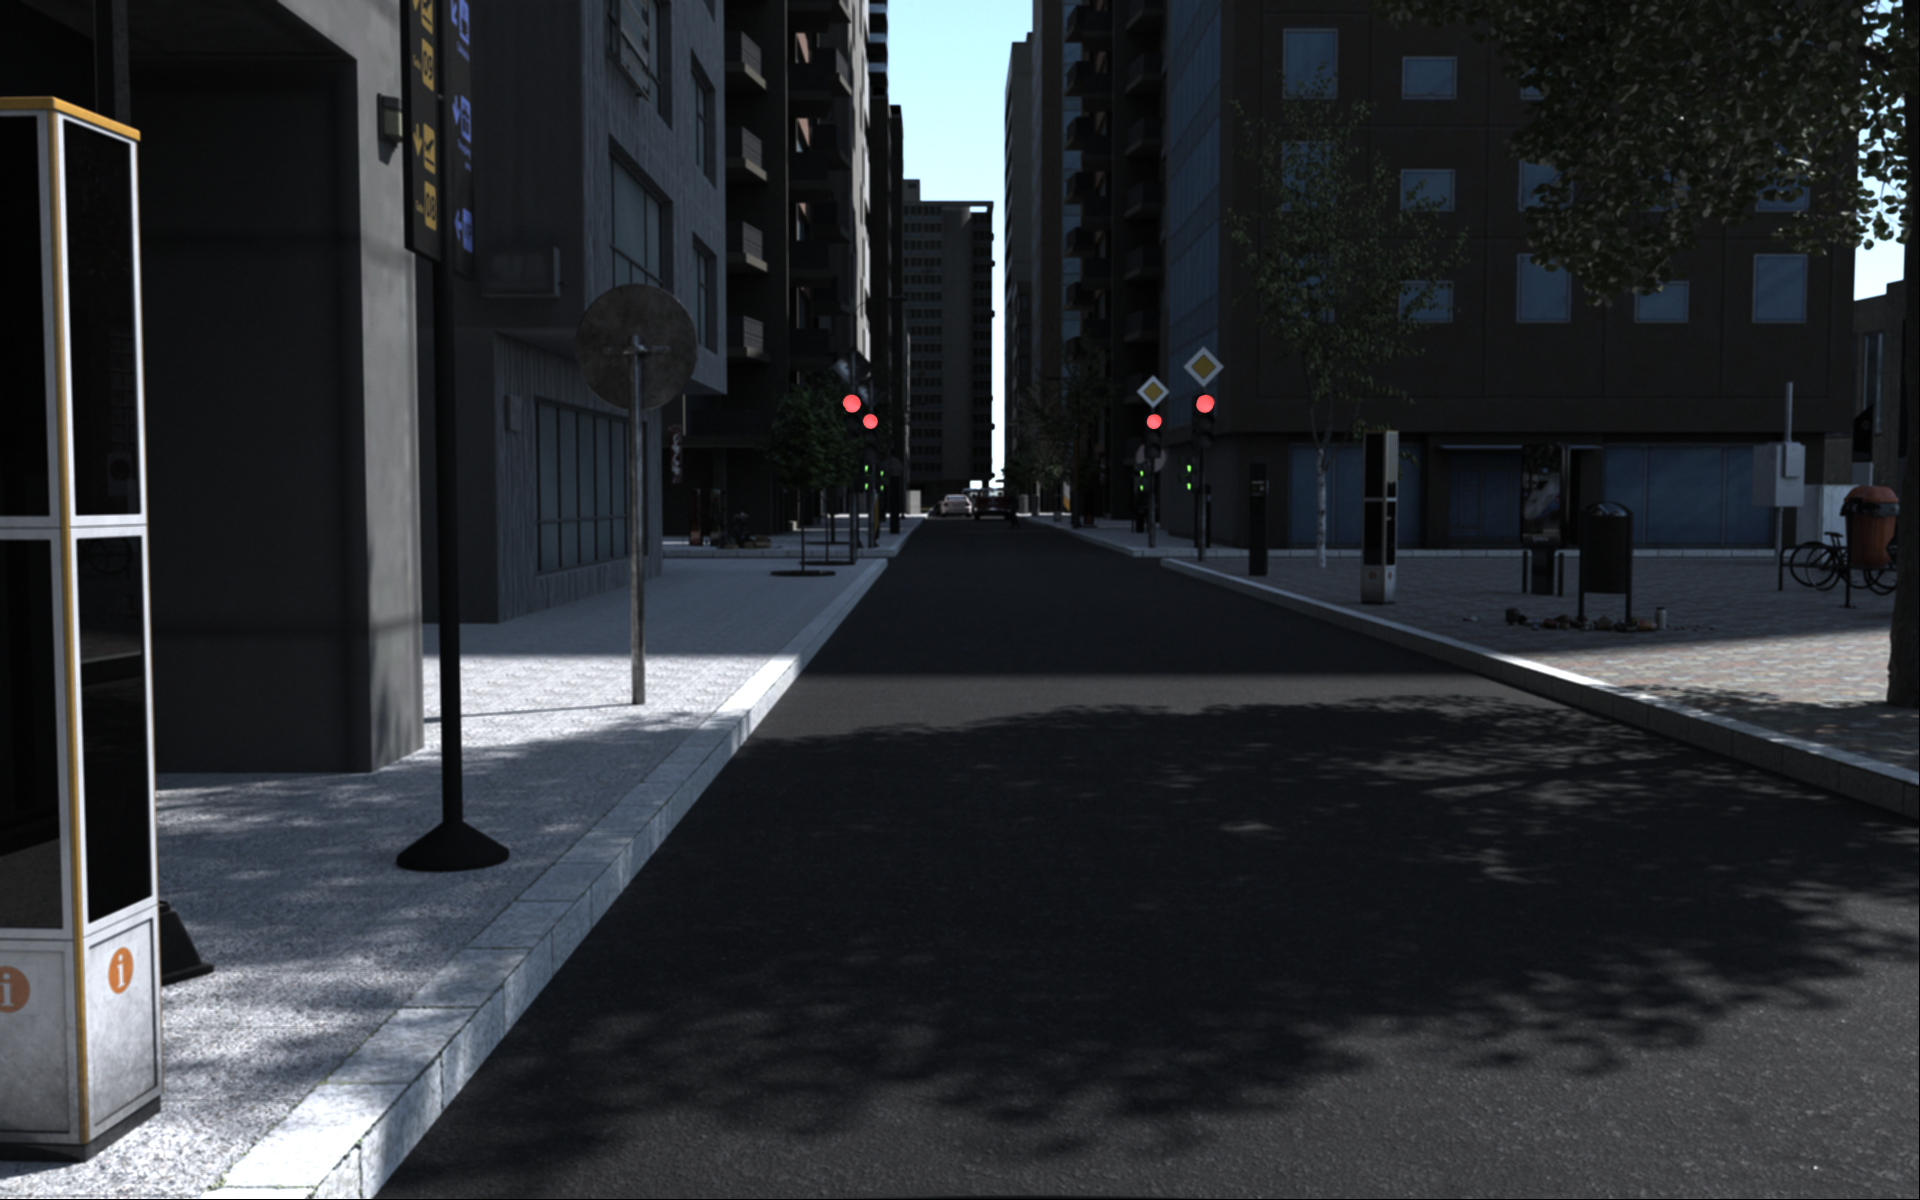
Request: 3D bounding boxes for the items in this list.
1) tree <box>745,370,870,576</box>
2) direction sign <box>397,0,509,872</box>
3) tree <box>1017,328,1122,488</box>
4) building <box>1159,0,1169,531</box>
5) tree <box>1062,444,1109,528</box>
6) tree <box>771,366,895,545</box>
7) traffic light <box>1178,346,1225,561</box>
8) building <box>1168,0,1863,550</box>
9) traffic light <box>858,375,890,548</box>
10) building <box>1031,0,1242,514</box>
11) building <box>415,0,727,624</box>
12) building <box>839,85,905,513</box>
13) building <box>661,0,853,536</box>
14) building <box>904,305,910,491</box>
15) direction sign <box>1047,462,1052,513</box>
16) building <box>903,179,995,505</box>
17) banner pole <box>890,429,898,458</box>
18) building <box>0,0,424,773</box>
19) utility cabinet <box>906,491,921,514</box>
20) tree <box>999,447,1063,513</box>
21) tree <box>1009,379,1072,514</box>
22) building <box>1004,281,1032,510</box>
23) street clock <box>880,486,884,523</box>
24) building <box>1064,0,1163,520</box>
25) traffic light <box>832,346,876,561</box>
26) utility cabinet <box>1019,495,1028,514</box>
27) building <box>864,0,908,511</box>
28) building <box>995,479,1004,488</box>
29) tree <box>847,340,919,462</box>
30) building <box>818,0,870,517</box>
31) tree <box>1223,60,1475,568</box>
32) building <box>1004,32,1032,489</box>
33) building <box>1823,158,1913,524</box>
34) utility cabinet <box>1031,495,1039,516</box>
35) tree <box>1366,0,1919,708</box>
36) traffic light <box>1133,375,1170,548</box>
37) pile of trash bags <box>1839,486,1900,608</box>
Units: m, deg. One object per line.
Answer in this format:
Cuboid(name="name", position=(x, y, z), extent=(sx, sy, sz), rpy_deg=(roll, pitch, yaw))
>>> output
Cuboid(name="tree", position=(-2.444, -1.996, 27.229), extent=(1.663, 3.219, 1.824), rpy_deg=(0, 3, 0))
Cuboid(name="direction sign", position=(-1.773, -0.854, 5.955), extent=(0.379, 3.537, 0.876), rpy_deg=(0, 4, -3))
Cuboid(name="tree", position=(4.902, -7.691, 76.113), extent=(4.737, 8.622, 4.395), rpy_deg=(0, 3, 0))
Cuboid(name="building", position=(14.180, -17.845, 63.470), extent=(14.160, 30.474, 14.107), rpy_deg=(0, 4, 0))
Cuboid(name="tree", position=(4.798, -4.394, 66.451), extent=(1.663, 3.219, 1.824), rpy_deg=(0, 3, 0))
Cuboid(name="tree", position=(-3.229, -3.727, 44.658), extent=(4.285, 4.588, 4.351), rpy_deg=(0, 3, 0))
Cuboid(name="traffic light", position=(4.596, -2.694, 32.966), extent=(0.839, 4.253, 0.868), rpy_deg=(0, 4, 0))
Cuboid(name="building", position=(13.207, -24.166, 45.230), extent=(14.200, 45.320, 14.600), rpy_deg=(0, 4, 0))
Cuboid(name="traffic light", position=(-2.079, -3.178, 40.881), extent=(0.839, 4.253, 0.868), rpy_deg=(0, 4, 0))
Cuboid(name="building", position=(12.746, -29.506, 132.537), extent=(14.600, 45.320, 14.200), rpy_deg=(0, 4, 0))
Cuboid(name="building", position=(-10.603, -20.737, 22.646), extent=(14.086, 41.232, 14.154), rpy_deg=(0, 4, 0))
Cuboid(name="building", position=(-11.162, -21.481, 122.908), extent=(14.160, 30.474, 14.107), rpy_deg=(0, 4, 0))
Cuboid(name="building", position=(-15.496, -25.047, 64.148), extent=(22.147, 44.769, 28.867), rpy_deg=(0, 4, 0))
Cuboid(name="building", position=(-19.919, -20.348, 177.722), extent=(28.899, 21.520, 27.650), rpy_deg=(0, 4, 0))
Cuboid(name="direction sign", position=(6.010, -7.580, 115.935), extent=(0.379, 3.537, 0.876), rpy_deg=(0, 4, 2))
Cuboid(name="building", position=(-7.674, -32.069, 216.210), extent=(23.993, 40.220, 32.217), rpy_deg=(0, 4, 0))
Cuboid(name="banner pole", position=(-2.530, -4.667, 66.317), extent=(0.401, 3.779, 0.863), rpy_deg=(1, 4, 18))
Cuboid(name="building", position=(-12.875, -34.479, 1.990), extent=(20.563, 71.187, 20.611), rpy_deg=(0, 4, 0))
Cuboid(name="utility cabinet", position=(-2.918, -6.080, 108.090), extent=(0.318, 1.500, 1.173), rpy_deg=(2, 4, 32))
Cuboid(name="tree", position=(4.479, -8.573, 123.881), extent=(4.285, 4.588, 4.351), rpy_deg=(0, 3, 0))
Cuboid(name="tree", position=(5.285, -9.853, 111.460), extent=(4.360, 8.622, 3.978), rpy_deg=(0, 3, 0))
Cuboid(name="building", position=(18.294, -18.967, 155.148), extent=(27.650, 21.520, 28.899), rpy_deg=(0, 4, 0))
Cuboid(name="street clock", position=(-3.622, -4.500, 78.148), extent=(0.471, 2.002, 0.358), rpy_deg=(0, 4, 1))
Cuboid(name="building", position=(17.010, -26.781, 92.490), extent=(22.147, 44.769, 28.867), rpy_deg=(0, 4, 0))
Cuboid(name="traffic light", position=(-2.015, -2.690, 32.896), extent=(0.839, 4.253, 0.868), rpy_deg=(0, 4, 0))
Cuboid(name="utility cabinet", position=(4.146, -6.227, 112.968), extent=(0.306, 1.237, 1.020), rpy_deg=(-1, 4, -18))
Cuboid(name="building", position=(-15.473, -50.834, 143.814), extent=(22.319, 86.520, 31.000), rpy_deg=(0, 4, 0))
Cuboid(name="building", position=(18.799, -34.026, 210.941), extent=(28.867, 44.769, 22.147), rpy_deg=(0, 4, 0))
Cuboid(name="tree", position=(-4.029, -8.145, 83.531), extent=(4.360, 8.622, 3.978), rpy_deg=(0, 3, 0))
Cuboid(name="building", position=(-19.123, -31.239, 99.990), extent=(28.713, 52.752, 27.495), rpy_deg=(0, 4, 0))
Cuboid(name="tree", position=(6.352, -4.858, 29.785), extent=(4.737, 8.622, 4.395), rpy_deg=(0, 3, 0))
Cuboid(name="building", position=(15.590, -33.994, 179.505), extent=(21.300, 48.544, 21.600), rpy_deg=(0, 4, 0))
Cuboid(name="building", position=(43.767, -45.032, 48.945), extent=(31.000, 86.520, 22.319), rpy_deg=(0, 4, 0))
Cuboid(name="utility cabinet", position=(4.331, -5.418, 99.751), extent=(0.306, 1.237, 1.020), rpy_deg=(1, 4, 11))
Cuboid(name="tree", position=(5.460, -5.635, 10.258), extent=(7.486, 12.596, 7.792), rpy_deg=(0, 3, 0))
Cuboid(name="traffic light", position=(4.532, -3.182, 40.950), extent=(0.839, 4.253, 0.868), rpy_deg=(0, 4, 0))
Cuboid(name="pile of trash bags", position=(10.581, -0.519, 18.231), extent=(1.912, 1.369, 3.447), rpy_deg=(-1, 4, -13))
